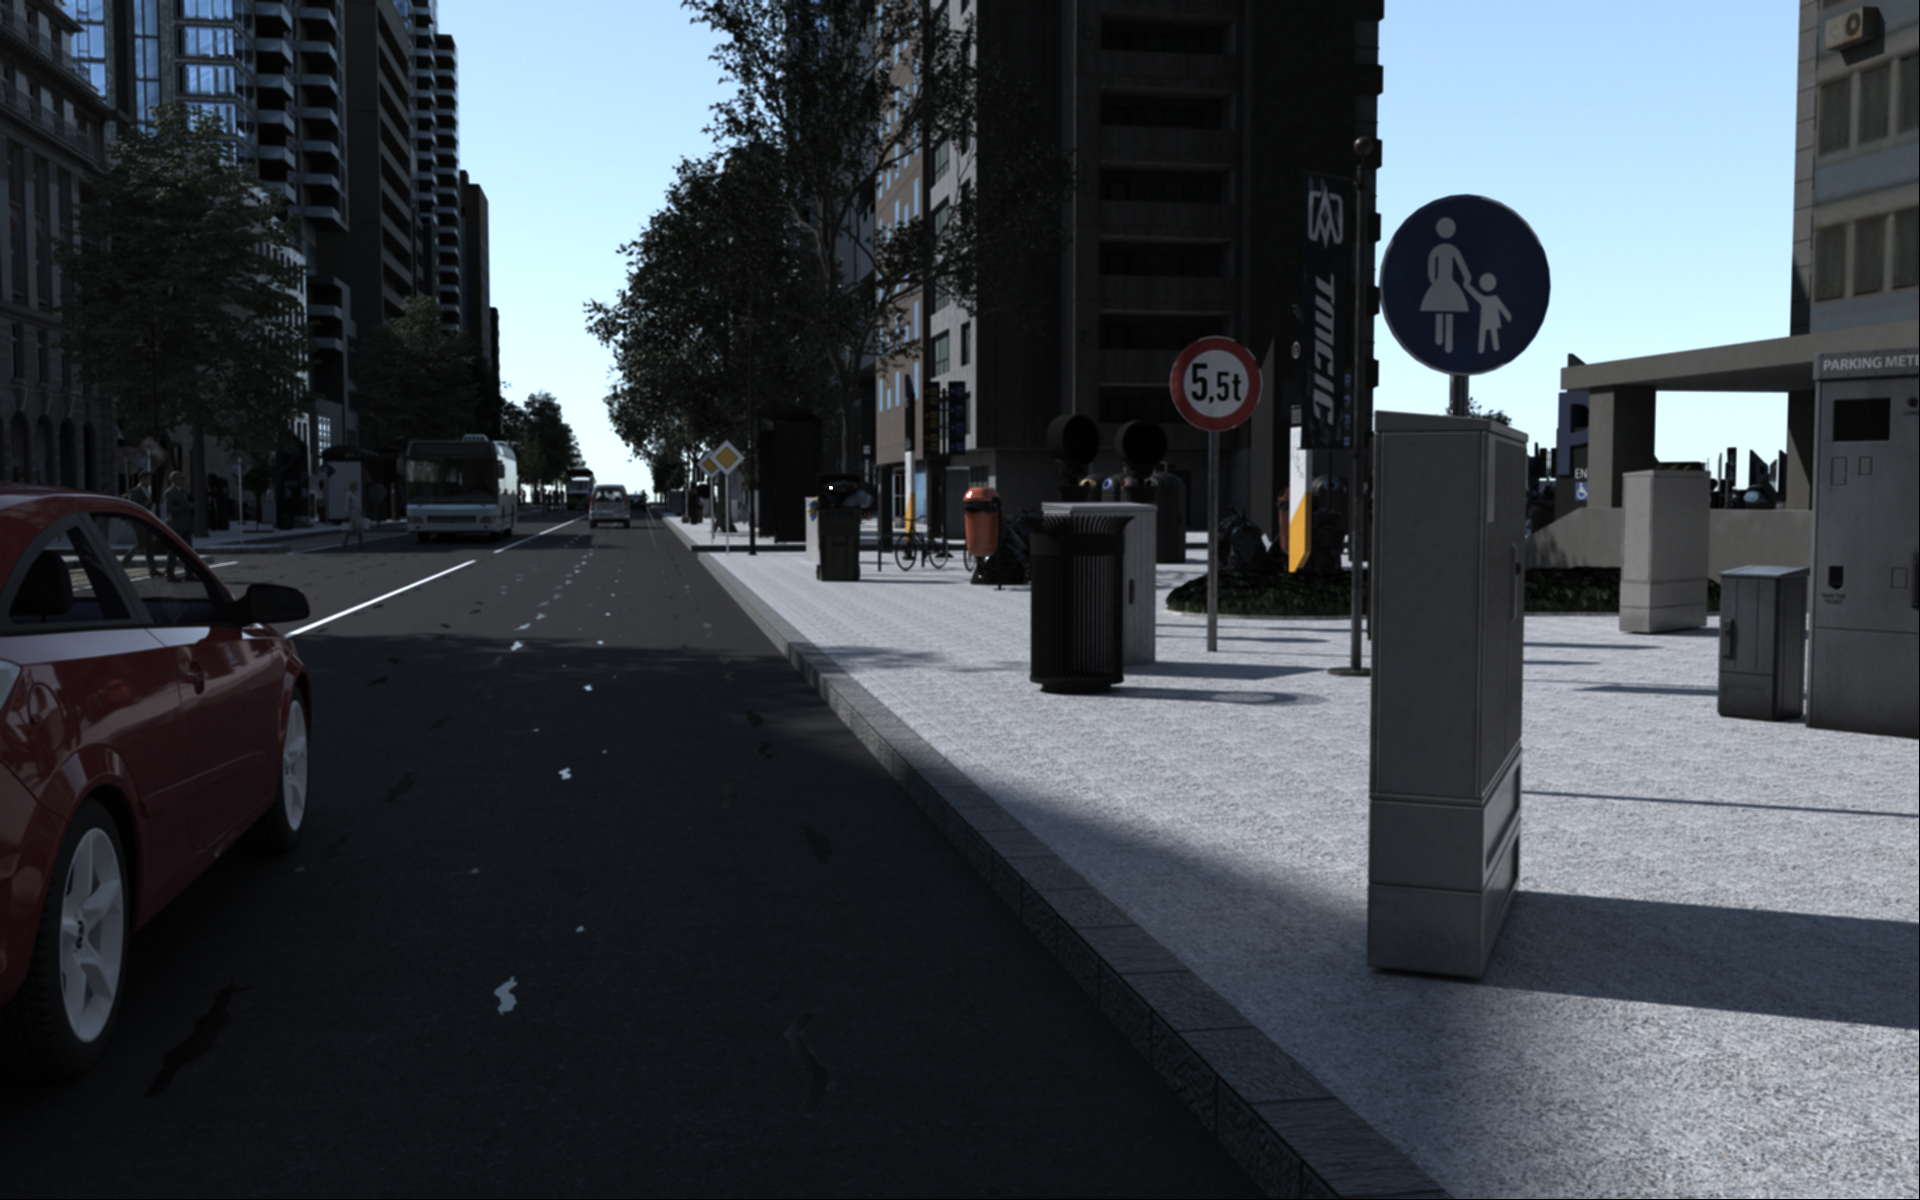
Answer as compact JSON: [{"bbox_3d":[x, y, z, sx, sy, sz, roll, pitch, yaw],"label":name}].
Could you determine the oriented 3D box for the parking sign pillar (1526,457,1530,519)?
[{"bbox_3d":[29.648,-6.176,89.451,1.447,3.967,1.447,1,4,13],"label":"parking sign pillar"}]

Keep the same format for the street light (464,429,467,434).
[{"bbox_3d":[-33.599,-8.867,117.768,0.468,5.910,1.993,-1,4,-10],"label":"street light"}]

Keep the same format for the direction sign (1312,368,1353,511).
[{"bbox_3d":[6.715,-2.413,31.451,0.876,3.537,0.379,3,5,44],"label":"direction sign"}]

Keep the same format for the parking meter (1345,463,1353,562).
[{"bbox_3d":[7.603,-1.667,32.962,0.255,1.863,0.399,3,5,43],"label":"parking meter"}]

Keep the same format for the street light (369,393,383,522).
[{"bbox_3d":[-26.555,-6.493,78.950,0.468,5.910,1.993,-1,4,-10],"label":"street light"}]

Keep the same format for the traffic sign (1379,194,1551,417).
[{"bbox_3d":[2.149,-0.451,7.482,0.768,2.556,0.104,-1,4,-8],"label":"traffic sign"}]

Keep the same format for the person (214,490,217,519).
[{"bbox_3d":[-32.827,-4.293,76.787,0.519,1.759,0.362,1,4,22],"label":"person"}]

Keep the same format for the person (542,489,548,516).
[{"bbox_3d":[-27.707,-6.534,115.665,0.374,1.781,0.599,1,4,10],"label":"person"}]

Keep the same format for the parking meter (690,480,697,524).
[{"bbox_3d":[-11.247,-4.125,73.152,0.255,1.863,0.399,0,4,-3],"label":"parking meter"}]

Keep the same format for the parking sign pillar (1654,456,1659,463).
[{"bbox_3d":[45.692,-7.639,113.370,1.447,3.967,1.447,-3,5,-40],"label":"parking sign pillar"}]

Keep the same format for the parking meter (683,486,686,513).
[{"bbox_3d":[-17.750,-6.506,112.083,0.399,1.863,0.255,-1,4,-9],"label":"parking meter"}]

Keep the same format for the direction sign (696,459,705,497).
[{"bbox_3d":[-16.622,-7.279,111.003,0.379,3.537,0.876,2,4,27],"label":"direction sign"}]

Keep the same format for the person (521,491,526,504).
[{"bbox_3d":[-54.239,-12.749,215.313,0.721,1.723,1.217,-3,5,-40],"label":"person"}]

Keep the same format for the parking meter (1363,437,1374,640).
[{"bbox_3d":[3.767,-0.577,15.152,0.399,1.863,0.255,-3,5,-44],"label":"parking meter"}]

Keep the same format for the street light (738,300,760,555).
[{"bbox_3d":[-4.372,-3.886,36.318,0.468,5.910,1.993,-1,4,-10],"label":"street light"}]

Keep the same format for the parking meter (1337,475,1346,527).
[{"bbox_3d":[12.031,-2.975,54.352,0.399,1.863,0.255,1,4,16],"label":"parking meter"}]

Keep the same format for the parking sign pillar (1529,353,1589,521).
[{"bbox_3d":[11.893,-2.703,32.670,1.447,3.967,1.447,-2,4,-29],"label":"parking sign pillar"}]

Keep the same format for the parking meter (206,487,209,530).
[{"bbox_3d":[-26.966,-3.259,61.696,0.372,1.533,0.369,0,3,0],"label":"parking meter"}]

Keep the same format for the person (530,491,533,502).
[{"bbox_3d":[-65.801,-15.887,266.580,1.217,1.735,0.721,3,4,36],"label":"person"}]

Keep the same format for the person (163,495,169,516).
[{"bbox_3d":[-32.171,-3.673,70.349,0.590,1.304,0.306,1,4,11],"label":"person"}]

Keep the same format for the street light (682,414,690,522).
[{"bbox_3d":[-12.665,-6.599,80.682,0.468,5.910,1.993,-1,4,-10],"label":"street light"}]

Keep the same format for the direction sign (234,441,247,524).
[{"bbox_3d":[-30.444,-4.975,73.343,0.876,3.537,0.379,3,4,36],"label":"direction sign"}]

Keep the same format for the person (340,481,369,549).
[{"bbox_3d":[-15.843,-2.228,45.276,0.624,1.780,0.694,2,4,28],"label":"person"}]

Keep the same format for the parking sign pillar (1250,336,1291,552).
[{"bbox_3d":[5.469,-2.557,30.275,1.447,3.967,1.447,0,4,-7],"label":"parking sign pillar"}]

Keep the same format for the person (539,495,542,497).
[{"bbox_3d":[-53.271,-13.010,219.542,0.721,1.735,1.217,-3,5,-39],"label":"person"}]

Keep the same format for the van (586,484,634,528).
[{"bbox_3d":[-14.915,-4.086,73.818,2.013,2.044,4.112,-1,4,-10],"label":"van"}]

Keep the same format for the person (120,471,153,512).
[{"bbox_3d":[-14.075,-1.302,29.758,0.822,1.834,0.622,-1,4,-13],"label":"person"}]

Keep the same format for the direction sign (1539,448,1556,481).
[{"bbox_3d":[28.982,-5.707,85.310,0.876,3.537,0.379,1,4,21],"label":"direction sign"}]

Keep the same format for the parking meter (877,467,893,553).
[{"bbox_3d":[-1.647,-1.976,38.025,0.255,1.863,0.399,-1,4,-19],"label":"parking meter"}]

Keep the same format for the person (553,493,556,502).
[{"bbox_3d":[-58.777,-14.941,251.004,0.551,1.740,0.621,-2,4,-35],"label":"person"}]

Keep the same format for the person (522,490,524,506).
[{"bbox_3d":[-46.163,-10.757,182.626,0.721,1.736,1.217,-1,4,-12],"label":"person"}]

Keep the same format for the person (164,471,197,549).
[{"bbox_3d":[-12.649,-1.196,28.230,0.590,1.801,0.661,0,4,1],"label":"person"}]

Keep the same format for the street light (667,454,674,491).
[{"bbox_3d":[-19.570,-8.893,118.190,0.468,5.910,1.993,-1,4,-10],"label":"street light"}]

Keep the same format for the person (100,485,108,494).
[{"bbox_3d":[-20.753,-2.034,41.902,0.523,1.515,0.503,2,4,24],"label":"person"}]

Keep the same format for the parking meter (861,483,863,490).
[{"bbox_3d":[-5.330,-5.251,91.563,0.255,1.863,0.399,3,5,40],"label":"parking meter"}]

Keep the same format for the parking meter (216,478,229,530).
[{"bbox_3d":[-26.095,-3.400,61.296,0.255,1.863,0.399,1,4,14],"label":"parking meter"}]

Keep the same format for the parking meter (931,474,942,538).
[{"bbox_3d":[-0.688,-2.736,50.452,0.255,1.863,0.399,1,4,15],"label":"parking meter"}]

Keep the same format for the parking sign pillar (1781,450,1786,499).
[{"bbox_3d":[50.467,-7.149,105.364,1.447,3.967,1.447,-1,4,-14],"label":"parking sign pillar"}]

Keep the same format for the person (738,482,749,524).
[{"bbox_3d":[-9.124,-4.093,73.306,0.623,1.781,0.721,-1,4,-11],"label":"person"}]

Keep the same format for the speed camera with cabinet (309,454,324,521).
[{"bbox_3d":[-31.440,-5.473,83.820,0.660,3.252,2.038,0,4,0],"label":"speed camera with cabinet"}]

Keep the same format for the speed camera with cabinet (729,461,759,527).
[{"bbox_3d":[-8.127,-4.425,66.682,2.038,3.252,0.660,0,4,7],"label":"speed camera with cabinet"}]

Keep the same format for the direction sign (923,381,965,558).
[{"bbox_3d":[-0.320,-2.626,34.932,0.876,3.537,0.379,1,4,15],"label":"direction sign"}]

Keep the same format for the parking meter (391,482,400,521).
[{"bbox_3d":[-26.815,-4.681,82.250,0.399,1.863,0.255,3,5,39],"label":"parking meter"}]

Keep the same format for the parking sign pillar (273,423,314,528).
[{"bbox_3d":[-25.200,-4.702,65.345,1.447,3.967,1.447,2,4,27],"label":"parking sign pillar"}]

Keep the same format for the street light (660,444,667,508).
[{"bbox_3d":[-26.485,-11.204,155.974,0.468,5.910,1.993,-1,4,-10],"label":"street light"}]

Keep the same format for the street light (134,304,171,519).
[{"bbox_3d":[-19.675,-4.254,42.344,0.468,5.910,1.993,-1,4,-10],"label":"street light"}]

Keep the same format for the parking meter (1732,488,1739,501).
[{"bbox_3d":[34.988,-4.262,78.092,0.372,1.533,0.369,0,3,0],"label":"parking meter"}]

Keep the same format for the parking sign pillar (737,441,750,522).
[{"bbox_3d":[-10.424,-5.672,81.211,1.447,3.967,1.447,1,4,23],"label":"parking sign pillar"}]

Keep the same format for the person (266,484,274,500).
[{"bbox_3d":[-33.916,-4.831,85.126,0.391,1.810,0.635,-2,4,-35],"label":"person"}]

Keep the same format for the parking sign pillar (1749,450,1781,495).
[{"bbox_3d":[48.469,-7.129,105.032,1.447,3.967,1.447,-2,4,-26],"label":"parking sign pillar"}]
